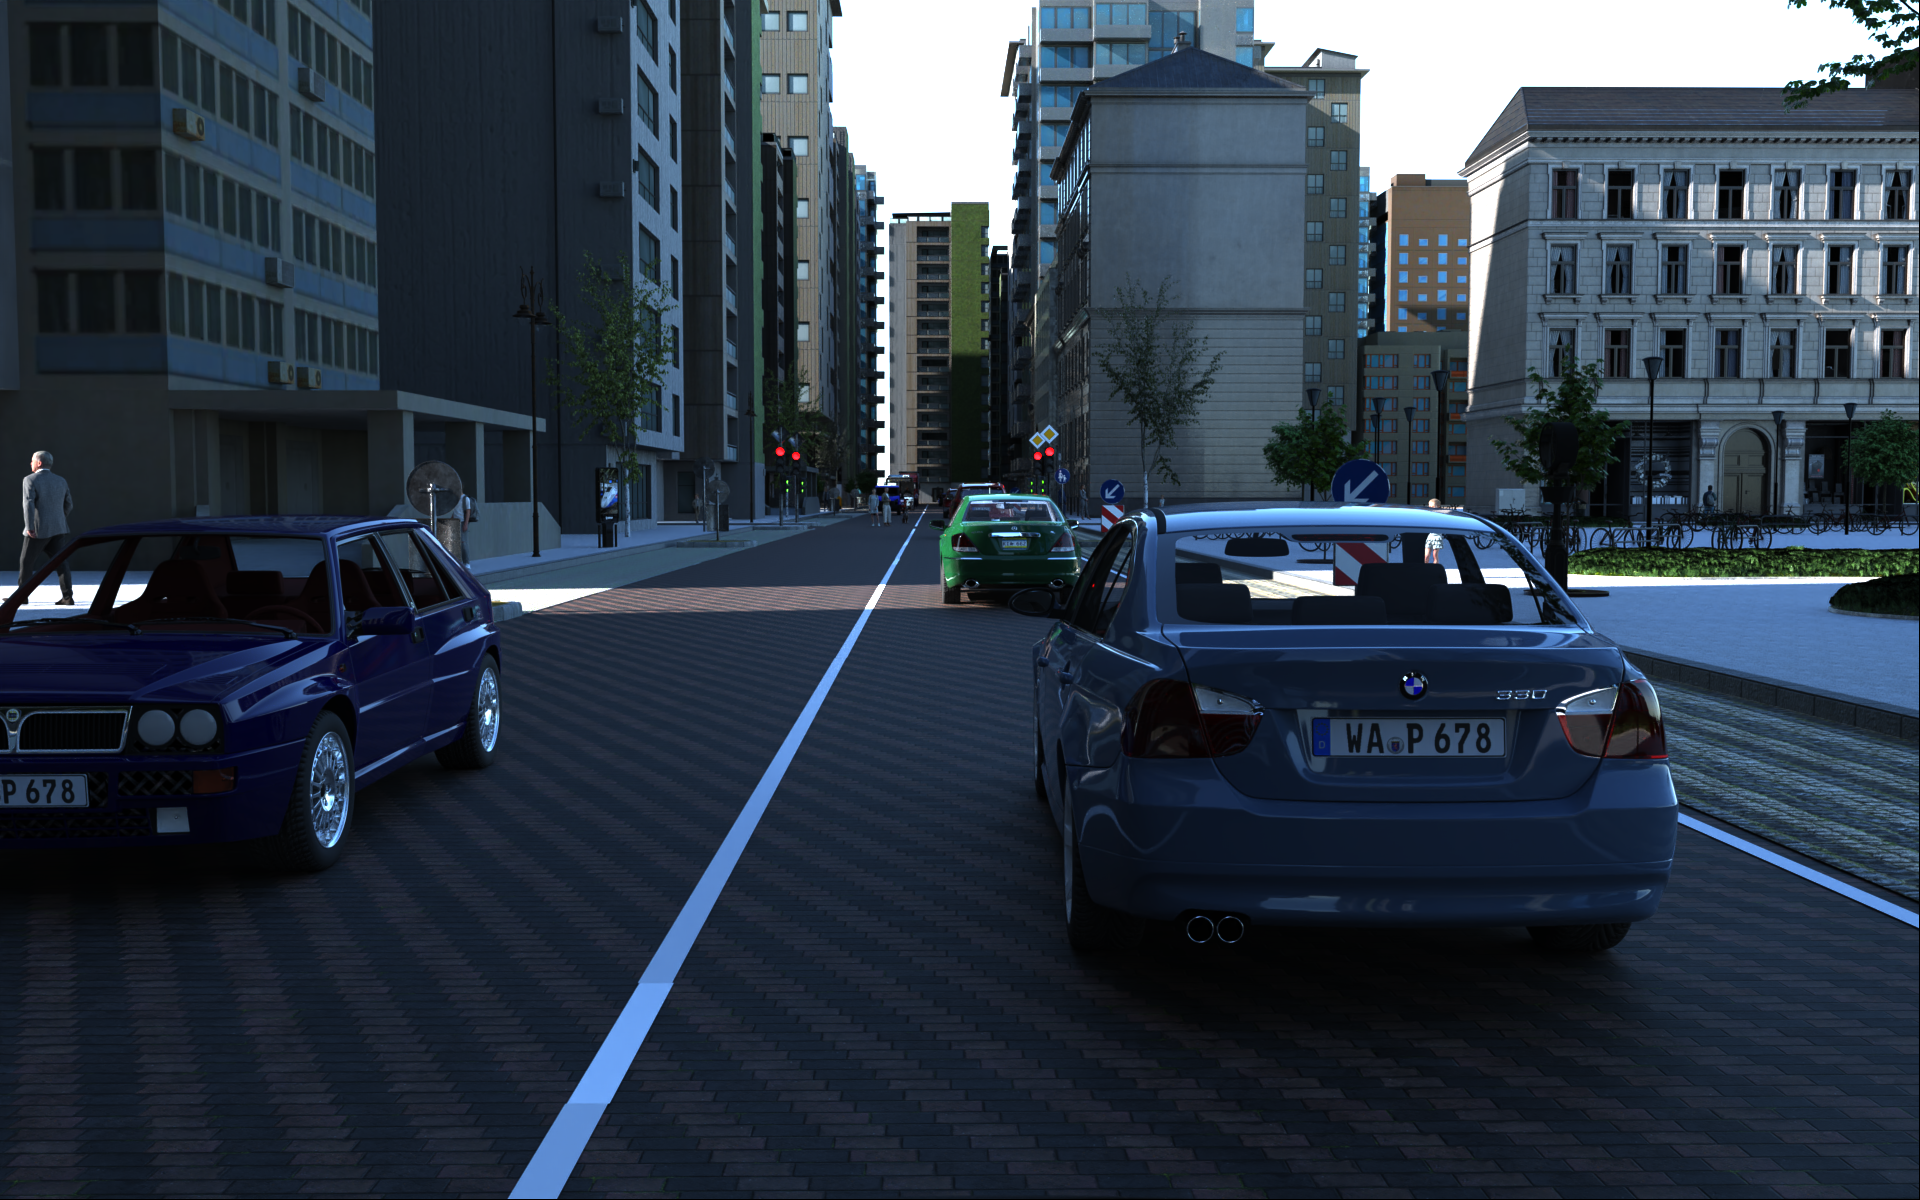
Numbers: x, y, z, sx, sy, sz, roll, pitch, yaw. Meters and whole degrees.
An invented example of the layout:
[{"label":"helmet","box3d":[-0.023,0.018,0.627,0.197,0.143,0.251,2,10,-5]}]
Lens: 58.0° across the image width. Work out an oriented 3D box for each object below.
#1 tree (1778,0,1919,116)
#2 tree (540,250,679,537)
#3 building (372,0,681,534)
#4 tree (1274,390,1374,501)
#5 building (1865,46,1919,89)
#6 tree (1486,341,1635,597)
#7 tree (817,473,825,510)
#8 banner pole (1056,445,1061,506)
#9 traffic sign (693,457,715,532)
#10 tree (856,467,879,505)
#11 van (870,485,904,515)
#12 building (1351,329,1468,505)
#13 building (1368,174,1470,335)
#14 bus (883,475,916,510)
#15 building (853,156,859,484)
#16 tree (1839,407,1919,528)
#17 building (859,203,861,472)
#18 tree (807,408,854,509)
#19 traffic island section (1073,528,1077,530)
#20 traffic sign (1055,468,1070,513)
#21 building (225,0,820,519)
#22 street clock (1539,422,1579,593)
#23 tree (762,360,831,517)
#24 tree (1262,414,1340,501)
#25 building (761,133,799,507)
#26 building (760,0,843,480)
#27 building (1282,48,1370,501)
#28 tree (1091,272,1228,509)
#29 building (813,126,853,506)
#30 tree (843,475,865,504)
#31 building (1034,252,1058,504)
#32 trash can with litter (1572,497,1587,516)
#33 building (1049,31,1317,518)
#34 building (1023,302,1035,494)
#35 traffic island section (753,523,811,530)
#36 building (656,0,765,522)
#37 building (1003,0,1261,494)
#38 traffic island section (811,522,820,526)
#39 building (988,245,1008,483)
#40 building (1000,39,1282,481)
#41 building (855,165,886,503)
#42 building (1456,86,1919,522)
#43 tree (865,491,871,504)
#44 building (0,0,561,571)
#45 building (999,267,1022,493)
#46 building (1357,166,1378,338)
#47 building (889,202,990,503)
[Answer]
[{"label":"tree","box3d":[7.852,-5.198,10.741,9.928,11.665,9.643,0,3,0]},{"label":"tree","box3d":[-10.125,-6.180,51.413,4.737,8.622,4.395,0,3,0]},{"label":"building","box3d":[-17.343,-17.704,61.167,14.107,30.474,14.160,0,4,-1]},{"label":"tree","box3d":[6.912,-2.296,32.137,1.663,3.219,1.824,0,3,0]},{"label":"building","box3d":[55.281,-15.625,85.139,15.834,23.373,12.332,0,4,-1]},{"label":"tree","box3d":[7.755,-1.679,22.056,1.663,3.219,1.824,0,3,0]},{"label":"tree","box3d":[-11.547,-8.783,138.205,1.663,3.219,1.824,0,3,0]},{"label":"banner pole","box3d":[5.005,-5.982,87.829,0.401,3.779,0.863,1,4,21]},{"label":"traffic sign","box3d":[-8.735,-3.608,59.094,0.768,2.556,0.104,0,4,4]},{"label":"tree","box3d":[-11.531,-13.975,212.207,4.285,4.588,4.351,0,3,0]},{"label":"van","box3d":[-5.010,-7.023,119.212,2.240,2.365,5.245,0,4,-2]},{"label":"building","box3d":[61.174,-22.653,215.413,28.899,21.520,27.650,0,4,-1]},{"label":"building","box3d":[66.029,-36.379,244.907,14.200,45.320,14.600,0,4,-1]},{"label":"bus","box3d":[-5.688,-10.198,161.602,2.948,3.499,13.247,0,4,-2]},{"label":"building","box3d":[-19.496,-31.670,201.390,14.154,41.232,14.086,0,4,-1]},{"label":"tree","box3d":[35.288,-5.022,65.822,4.285,4.588,4.351,0,3,0]},{"label":"building","box3d":[-19.716,-32.842,220.568,14.086,41.232,14.154,0,4,-1]},{"label":"tree","box3d":[-11.326,-12.168,149.311,4.360,8.622,3.978,0,3,0]},{"label":"traffic island section","box3d":[3.616,-2.917,69.971,2.009,0.180,2.903,0,4,-1]},{"label":"traffic sign","box3d":[5.065,-5.241,85.804,0.768,2.556,0.104,0,4,4]},{"label":"building","box3d":[-25.640,-25.635,111.013,32.217,40.220,23.993,0,4,-1]},{"label":"street clock","box3d":[6.029,-0.790,17.492,0.358,2.002,0.471,0,4,-3]},{"label":"tree","box3d":[-9.483,-8.917,96.161,4.737,8.622,4.395,0,3,0]},{"label":"tree","box3d":[13.306,-5.094,66.995,4.285,4.588,4.351,0,3,0]},{"label":"building","box3d":[-20.473,-22.427,138.391,14.160,30.474,14.107,0,4,-1]},{"label":"building","box3d":[-26.106,-35.245,165.493,28.713,52.752,27.495,0,4,-1]},{"label":"building","box3d":[32.985,-38.196,213.739,27.495,52.752,28.713,0,4,-1]},{"label":"tree","box3d":[6.447,-6.577,57.904,4.360,8.622,3.978,0,3,0]},{"label":"building","box3d":[-19.304,-30.795,187.096,14.154,41.232,14.086,0,4,-1]},{"label":"tree","box3d":[-10.632,-10.776,170.790,1.663,3.219,1.824,0,3,0]},{"label":"building","box3d":[11.065,-16.530,125.014,10.420,20.320,16.860,0,4,-1]},{"label":"trash can with litter","box3d":[27.913,-4.041,77.453,1.055,1.170,0.624,0,4,-1]},{"label":"building","box3d":[12.343,-18.753,103.874,12.463,27.353,25.104,0,4,-1]},{"label":"building","box3d":[10.994,-17.031,143.091,10.561,19.102,19.286,0,4,-1]},{"label":"traffic island section","box3d":[-7.224,-2.907,69.814,2.009,0.180,2.903,0,4,-1]},{"label":"building","box3d":[-17.305,-24.497,84.115,14.154,41.232,14.086,0,4,-1]},{"label":"building","box3d":[16.474,-33.684,170.337,23.786,49.044,30.456,0,4,-1]},{"label":"traffic island section","box3d":[-7.343,-3.396,77.798,2.009,0.180,2.903,0,4,-1]},{"label":"building","box3d":[15.906,-34.320,253.014,23.993,40.220,32.217,0,4,-1]},{"label":"building","box3d":[19.442,-37.307,199.215,28.713,52.752,27.495,0,4,-1]},{"label":"building","box3d":[-25.915,-38.465,248.505,30.456,49.044,23.786,0,4,-1]},{"label":"building","box3d":[27.145,-14.228,83.545,40.483,20.767,10.553,0,4,-1]},{"label":"tree","box3d":[-12.689,-14.417,230.315,1.663,3.219,1.824,0,3,0]},{"label":"building","box3d":[-25.534,-20.862,32.977,32.217,40.220,23.993,0,4,-1]},{"label":"building","box3d":[11.964,-27.480,220.993,14.160,30.474,14.107,0,4,-1]},{"label":"building","box3d":[43.543,-38.537,249.682,30.456,49.044,23.786,0,4,-1]},{"label":"building","box3d":[-3.003,-34.286,244.162,14.086,41.232,14.154,0,4,-1]}]
